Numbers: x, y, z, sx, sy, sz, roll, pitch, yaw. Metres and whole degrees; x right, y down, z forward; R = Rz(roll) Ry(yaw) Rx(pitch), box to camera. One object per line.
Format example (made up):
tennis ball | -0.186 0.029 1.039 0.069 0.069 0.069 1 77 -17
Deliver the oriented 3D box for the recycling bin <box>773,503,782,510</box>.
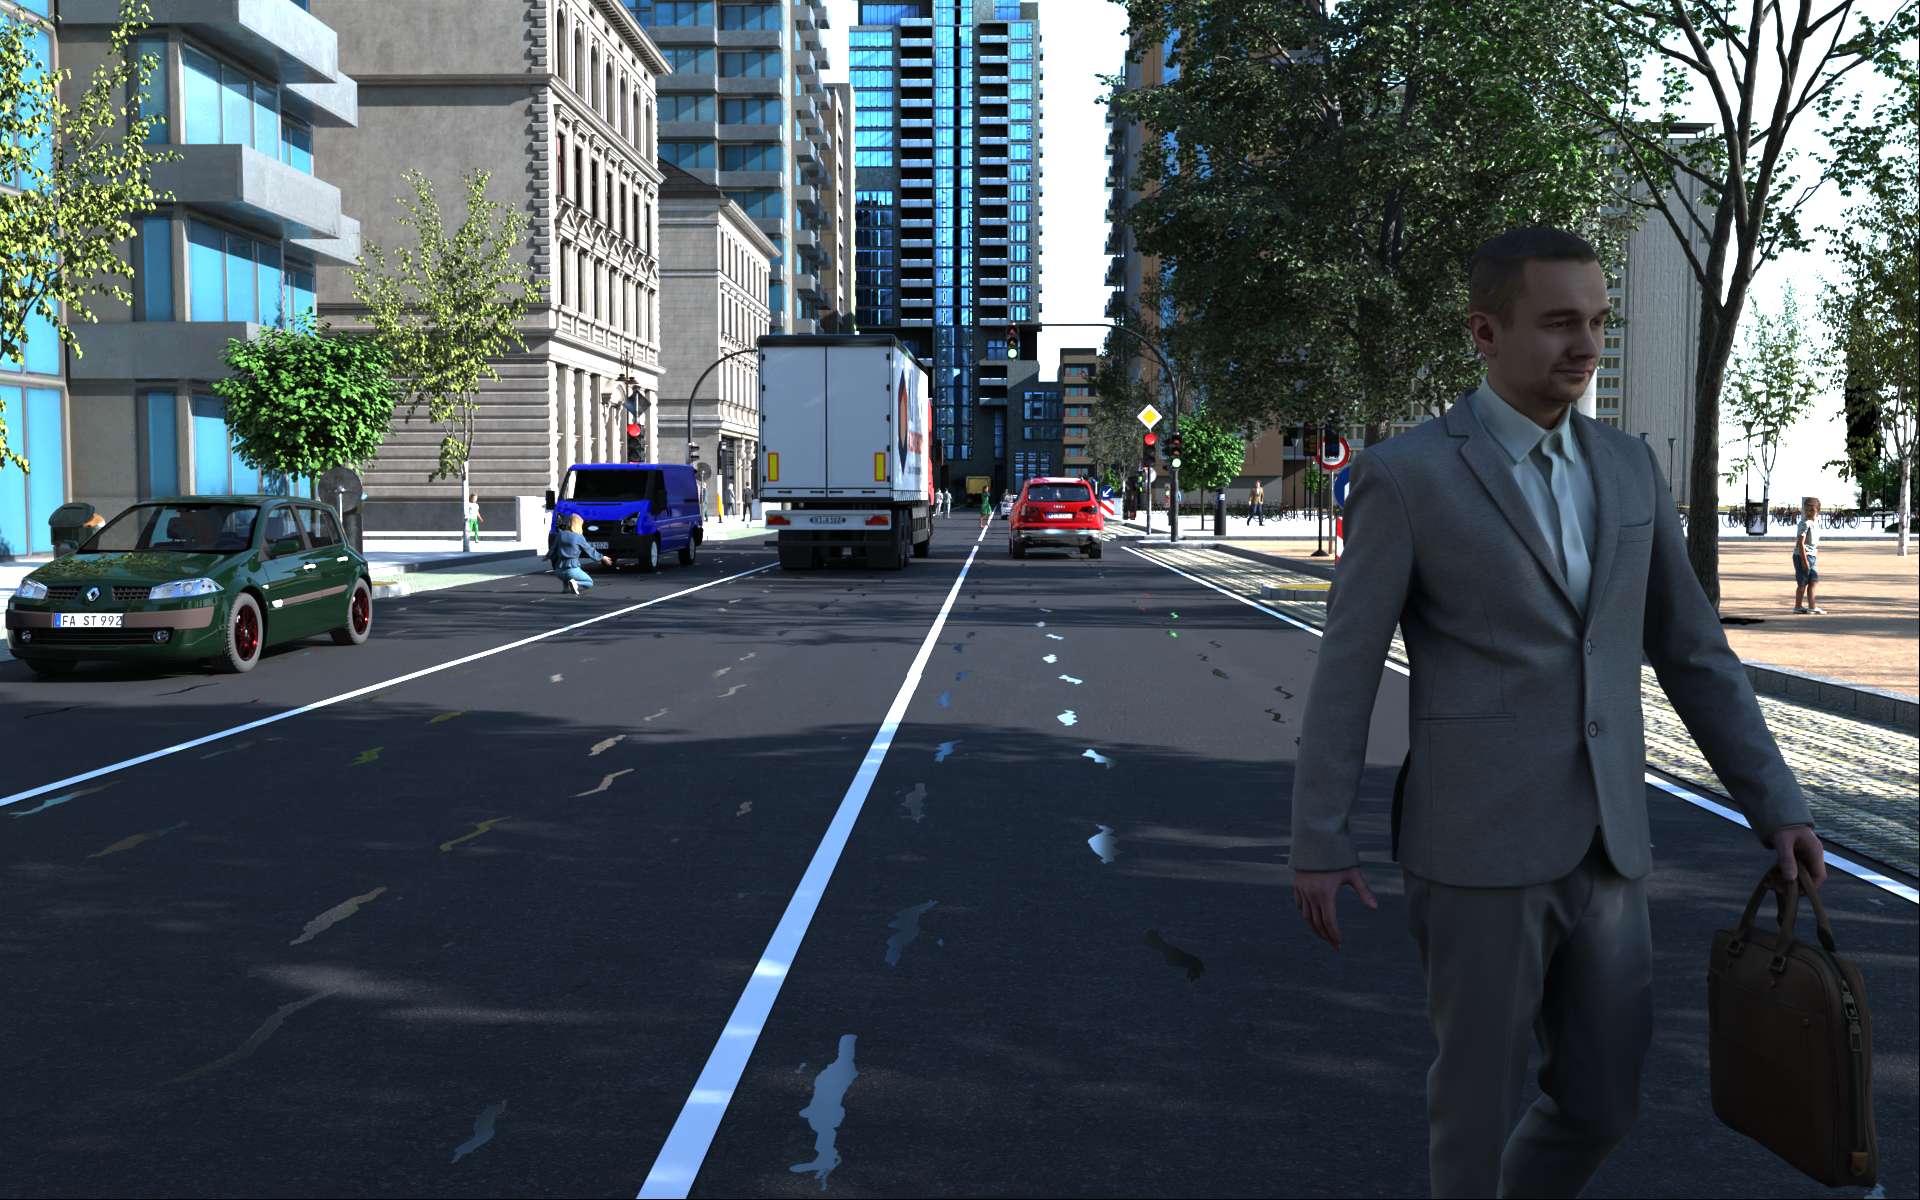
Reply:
recycling bin | -9.416 -4.593 87.647 0.722 1.027 0.722 0 4 0

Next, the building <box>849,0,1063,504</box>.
building | -2.310 -55.879 226.285 31.000 86.520 22.319 0 4 1

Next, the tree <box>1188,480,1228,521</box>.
tree | 12.125 -5.449 83.691 1.663 3.219 1.824 0 3 0

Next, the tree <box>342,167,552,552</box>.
tree | -11.243 -5.379 38.315 4.737 8.622 4.395 0 3 0

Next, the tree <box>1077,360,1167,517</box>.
tree | 9.314 -8.920 96.206 4.360 8.622 3.978 0 3 0

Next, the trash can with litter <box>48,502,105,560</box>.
trash can with litter | -11.671 -0.693 22.720 0.624 1.170 1.055 0 4 -7

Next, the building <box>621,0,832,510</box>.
building | -22.627 -32.107 144.562 23.786 49.044 30.456 0 4 1

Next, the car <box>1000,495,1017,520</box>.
car | 3.256 -5.179 97.039 2.083 1.381 4.827 0 4 3

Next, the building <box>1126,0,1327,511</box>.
building | 20.954 -29.927 139.420 14.600 45.320 14.200 0 4 1

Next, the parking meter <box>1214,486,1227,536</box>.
parking meter | 8.015 -2.748 53.337 0.372 1.533 0.369 0 3 0

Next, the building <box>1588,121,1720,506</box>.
building | 74.530 -31.151 192.907 14.086 41.232 14.154 0 4 1

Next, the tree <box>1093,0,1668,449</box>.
tree | 7.227 -7.544 29.996 9.857 13.997 8.962 0 3 0

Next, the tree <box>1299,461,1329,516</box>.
tree | 20.791 -6.533 101.423 1.663 3.219 1.824 0 3 0

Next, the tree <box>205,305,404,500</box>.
tree | -11.362 -2.838 30.119 4.285 4.588 4.351 0 3 0

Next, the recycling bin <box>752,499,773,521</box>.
recycling bin | -9.749 -4.395 84.420 0.722 1.027 0.722 1 4 23

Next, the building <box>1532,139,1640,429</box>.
building | 55.282 -30.136 184.598 23.993 40.220 32.217 0 4 1

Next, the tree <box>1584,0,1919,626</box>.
tree | 7.599 -5.582 17.013 9.928 11.665 9.643 0 3 0

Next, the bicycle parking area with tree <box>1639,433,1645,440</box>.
bicycle parking area with tree | 34.274 -5.687 79.977 8.231 4.147 9.016 3 5 39

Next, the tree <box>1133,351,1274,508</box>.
tree | 17.238 -13.035 123.496 12.009 13.543 11.850 0 3 0

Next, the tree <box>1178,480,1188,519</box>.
tree | 11.885 -5.914 91.288 1.663 3.219 1.824 0 3 0

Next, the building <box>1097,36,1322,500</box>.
building | 26.934 -34.611 185.503 23.786 49.044 30.456 0 4 1

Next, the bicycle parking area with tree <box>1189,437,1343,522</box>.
bicycle parking area with tree | 17.883 -6.316 90.268 9.016 4.147 8.231 2 4 31

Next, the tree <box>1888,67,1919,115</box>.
tree | 17.285 -4.886 30.254 4.737 8.622 4.395 0 3 0

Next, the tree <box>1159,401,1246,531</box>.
tree | 8.585 -4.727 60.994 4.285 4.588 4.351 0 3 0

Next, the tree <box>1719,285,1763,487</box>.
tree | 26.915 -6.558 57.585 4.737 8.622 4.395 0 3 0

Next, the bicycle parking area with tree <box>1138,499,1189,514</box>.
bicycle parking area with tree | 15.771 -7.699 112.883 8.231 4.147 9.016 -2 4 -35

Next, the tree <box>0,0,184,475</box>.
tree | -11.296 -4.249 19.839 4.737 8.622 4.395 0 3 0

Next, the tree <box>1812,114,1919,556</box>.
tree | 19.695 -5.235 35.953 4.737 8.622 4.395 0 3 0

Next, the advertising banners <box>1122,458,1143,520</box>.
advertising banners | 8.523 -5.461 85.481 0.090 3.025 2.074 -1 4 -22

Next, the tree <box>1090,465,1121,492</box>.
tree | 9.840 -7.349 114.751 1.663 3.219 1.824 0 3 0

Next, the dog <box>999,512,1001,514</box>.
dog | 3.021 -6.201 121.576 0.550 0.427 0.748 0 4 -1

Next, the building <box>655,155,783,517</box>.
building | -17.841 -15.128 98.250 10.553 20.767 40.483 0 4 1

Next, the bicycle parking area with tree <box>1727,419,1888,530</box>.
bicycle parking area with tree | 32.880 -4.859 66.450 9.016 4.147 8.231 -2 4 -26

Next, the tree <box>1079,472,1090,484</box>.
tree | 10.835 -9.467 149.385 1.663 3.219 1.824 0 3 0

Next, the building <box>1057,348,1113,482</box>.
building | 27.677 -23.511 229.441 28.899 21.520 27.650 0 4 1

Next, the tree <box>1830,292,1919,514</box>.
tree | 62.628 -12.772 110.636 13.155 14.587 18.604 -1 4 -19

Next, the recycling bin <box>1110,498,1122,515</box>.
recycling bin | 9.474 -5.647 104.886 0.722 1.027 0.722 0 4 7

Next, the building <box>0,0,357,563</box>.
building | -29.383 -25.337 33.869 30.456 49.044 23.786 0 4 1

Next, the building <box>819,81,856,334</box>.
building | -17.652 -29.596 167.485 14.154 41.232 14.086 0 4 1

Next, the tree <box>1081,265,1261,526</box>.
tree | 8.304 -8.265 69.548 8.767 10.594 7.601 3 5 42

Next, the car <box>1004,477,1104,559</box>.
car | 2.168 -1.918 40.030 2.281 1.827 5.304 0 4 0

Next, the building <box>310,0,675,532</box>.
building | -18.425 -14.599 67.567 11.050 23.489 19.941 0 4 1

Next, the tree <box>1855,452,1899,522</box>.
tree | 41.723 -5.169 79.116 1.663 3.219 1.824 0 3 0

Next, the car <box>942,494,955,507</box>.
car | -1.534 -11.616 198.710 1.959 1.807 4.718 0 4 2

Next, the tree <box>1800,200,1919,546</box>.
tree | 23.217 -5.648 42.705 4.360 8.622 3.978 0 3 0

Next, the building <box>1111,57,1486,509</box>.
building | 30.415 -28.534 158.412 32.217 40.220 23.993 0 4 1
